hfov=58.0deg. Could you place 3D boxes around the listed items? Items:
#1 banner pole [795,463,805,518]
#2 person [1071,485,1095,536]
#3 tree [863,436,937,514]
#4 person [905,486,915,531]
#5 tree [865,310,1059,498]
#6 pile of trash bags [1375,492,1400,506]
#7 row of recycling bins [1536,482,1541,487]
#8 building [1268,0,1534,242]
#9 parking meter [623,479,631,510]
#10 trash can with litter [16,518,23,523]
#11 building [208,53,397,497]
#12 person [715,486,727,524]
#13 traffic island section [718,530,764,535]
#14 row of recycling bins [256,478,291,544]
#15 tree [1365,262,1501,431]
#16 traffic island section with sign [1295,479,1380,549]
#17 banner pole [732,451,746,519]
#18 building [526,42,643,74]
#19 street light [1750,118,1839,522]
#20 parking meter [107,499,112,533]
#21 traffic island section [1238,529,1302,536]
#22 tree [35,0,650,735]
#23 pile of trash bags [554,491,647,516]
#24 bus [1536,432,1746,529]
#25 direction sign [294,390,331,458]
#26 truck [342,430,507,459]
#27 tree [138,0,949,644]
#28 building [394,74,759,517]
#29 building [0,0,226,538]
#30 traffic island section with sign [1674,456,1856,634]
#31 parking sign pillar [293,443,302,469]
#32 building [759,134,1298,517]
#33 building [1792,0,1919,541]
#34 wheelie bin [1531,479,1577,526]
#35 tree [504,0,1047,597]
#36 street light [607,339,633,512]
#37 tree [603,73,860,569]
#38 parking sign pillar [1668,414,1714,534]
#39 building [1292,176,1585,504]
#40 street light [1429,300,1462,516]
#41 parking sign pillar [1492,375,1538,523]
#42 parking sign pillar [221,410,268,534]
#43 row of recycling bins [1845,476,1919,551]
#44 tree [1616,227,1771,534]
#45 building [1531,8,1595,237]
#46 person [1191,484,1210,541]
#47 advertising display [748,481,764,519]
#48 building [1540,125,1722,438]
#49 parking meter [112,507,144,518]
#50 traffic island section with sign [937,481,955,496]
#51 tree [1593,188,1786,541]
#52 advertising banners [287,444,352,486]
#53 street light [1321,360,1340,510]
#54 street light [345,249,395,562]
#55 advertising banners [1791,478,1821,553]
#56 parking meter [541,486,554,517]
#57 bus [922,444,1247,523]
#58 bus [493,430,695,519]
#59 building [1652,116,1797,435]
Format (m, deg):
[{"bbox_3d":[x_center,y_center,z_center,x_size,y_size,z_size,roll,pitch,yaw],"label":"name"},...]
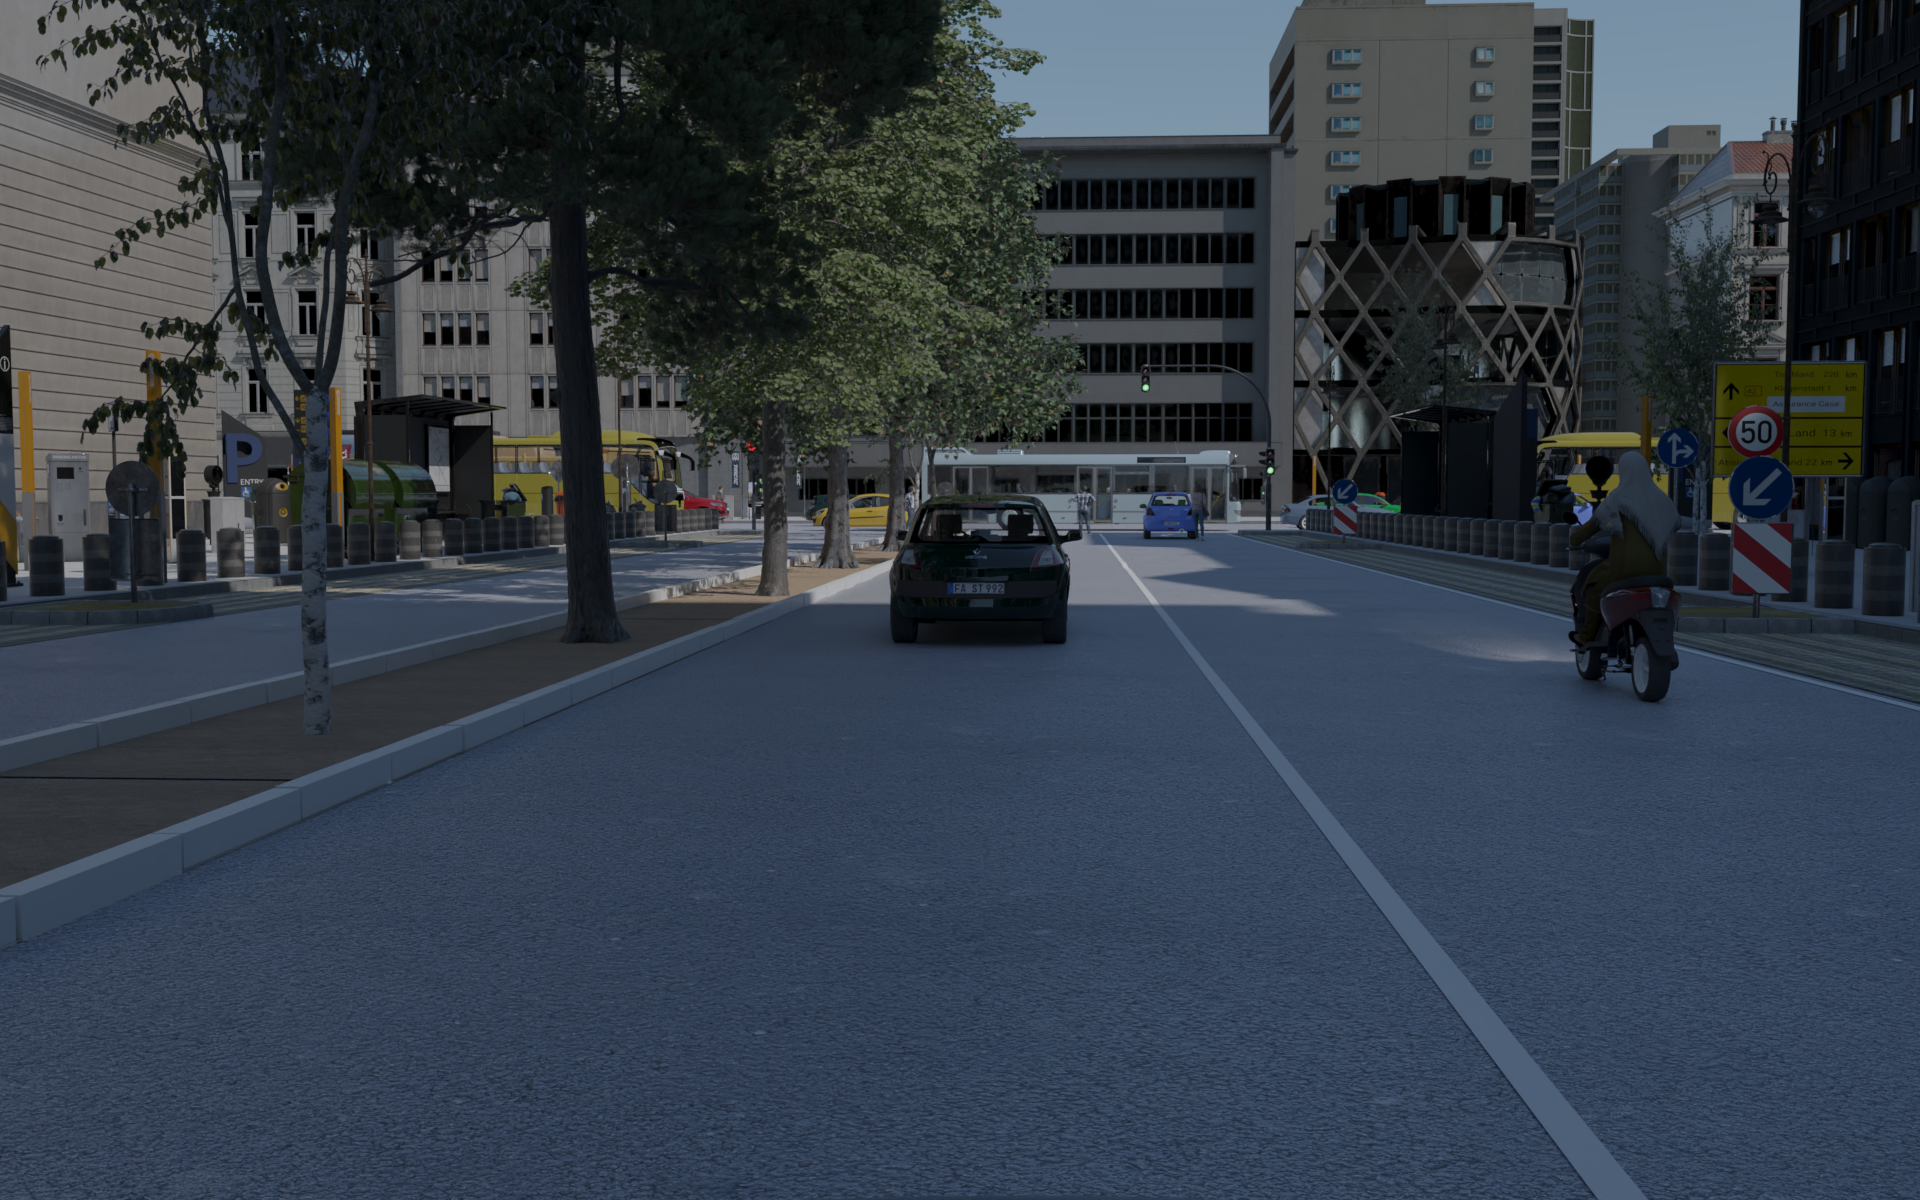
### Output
[{"bbox_3d":[-8.573,-6.316,93.284,0.863,3.779,0.401,-3,5,-43],"label":"banner pole"},{"bbox_3d":[4.239,-3.060,59.260,0.841,1.734,0.376,1,4,20],"label":"person"},{"bbox_3d":[-1.304,-6.036,51.511,4.360,8.622,3.978,0,3,0],"label":"tree"},{"bbox_3d":[-1.877,-3.423,65.192,0.376,1.734,0.841,2,4,24],"label":"person"},{"bbox_3d":[-0.788,-7.378,57.500,8.767,10.594,7.601,0,4,4],"label":"tree"},{"bbox_3d":[23.484,-5.029,91.980,1.912,1.369,3.447,-3,5,-43],"label":"pile of trash bags"},{"bbox_3d":[18.490,-3.159,58.761,3.534,1.692,1.069,-1,4,-20],"label":"row of recycling bins"},{"bbox_3d":[41.479,-33.205,166.599,21.300,48.544,21.600,0,4,4],"label":"building"},{"bbox_3d":[-12.243,-3.523,63.314,0.399,1.863,0.255,1,4,8],"label":"parking meter"},{"bbox_3d":[-16.557,-1.116,29.637,0.624,1.170,1.055,0,4,-6],"label":"trash can with litter"},{"bbox_3d":[-53.283,-20.173,106.239,44.131,29.872,17.030,0,4,4],"label":"building"},{"bbox_3d":[-11.467,-4.550,82.861,0.622,1.834,0.822,3,5,42],"label":"person"},{"bbox_3d":[-7.401,-2.433,62.052,2.009,0.180,2.903,0,4,4],"label":"traffic island section"},{"bbox_3d":[-16.565,-2.343,45.417,3.534,1.692,1.069,-2,4,-25],"label":"row of recycling bins"},{"bbox_3d":[14.676,-6.376,54.607,4.360,8.622,3.978,0,3,0],"label":"tree"},{"bbox_3d":[9.893,-2.259,45.559,1.989,1.847,2.006,0,4,4],"label":"traffic island section with sign"},{"bbox_3d":[-11.333,-6.029,88.599,0.863,3.779,0.401,-3,4,-39],"label":"banner pole"},{"bbox_3d":[-27.976,-35.355,167.301,28.713,52.752,27.495,0,4,4],"label":"building"},{"bbox_3d":[10.446,-3.000,21.838,0.468,5.910,1.993,0,4,4],"label":"street light"},{"bbox_3d":[-18.544,-1.817,38.113,0.372,1.533,0.369,0,3,0],"label":"parking meter"},{"bbox_3d":[10.854,-2.362,60.902,2.009,0.180,2.903,0,4,4],"label":"traffic island section"},{"bbox_3d":[-3.820,-3.514,10.275,4.360,8.622,3.978,0,3,0],"label":"tree"},{"bbox_3d":[-11.686,-2.850,56.351,3.447,1.369,1.912,1,4,20],"label":"pile of trash bags"},{"bbox_3d":[28.316,-4.779,69.678,12.252,3.916,2.896,0,4,4],"label":"bus"},{"bbox_3d":[-14.007,-2.786,37.554,0.876,3.537,0.379,1,4,11],"label":"direction sign"},{"bbox_3d":[-22.887,-5.359,76.529,11.283,4.237,2.839,0,4,3],"label":"truck"},{"bbox_3d":[-3.755,-6.528,16.612,7.806,13.903,7.818,0,3,0],"label":"tree"},{"bbox_3d":[-21.431,-17.402,102.552,19.932,24.808,12.078,0,4,4],"label":"building"},{"bbox_3d":[-34.511,-15.218,46.082,25.104,27.353,12.463,0,4,4],"label":"building"},{"bbox_3d":[8.198,-0.612,18.634,1.989,1.847,2.006,0,4,4],"label":"traffic island section with sign"},{"bbox_3d":[-18.265,-3.702,49.007,1.447,3.967,1.447,2,4,29],"label":"parking sign pillar"},{"bbox_3d":[3.864,-17.291,101.775,30.058,24.678,14.314,0,4,4],"label":"building"},{"bbox_3d":[29.149,-12.888,40.404,12.332,23.373,15.834,0,4,4],"label":"building"},{"bbox_3d":[12.728,-1.781,37.024,0.980,1.594,0.693,-1,4,-16],"label":"wheelie bin"},{"bbox_3d":[-2.684,-6.345,24.331,7.486,12.596,7.792,0,3,0],"label":"tree"},{"bbox_3d":[-10.118,-4.812,51.465,0.468,5.910,1.993,0,4,4],"label":"street light"},{"bbox_3d":[-2.363,-6.957,33.212,9.611,12.733,9.660,0,3,0],"label":"tree"},{"bbox_3d":[23.469,-4.107,55.624,1.447,3.967,1.447,1,4,14],"label":"parking sign pillar"},{"bbox_3d":[27.332,-14.330,101.755,16.811,18.784,16.820,0,4,4],"label":"building"},{"bbox_3d":[11.561,-4.195,41.370,0.468,5.910,1.993,0,4,4],"label":"street light"},{"bbox_3d":[12.764,-3.142,39.842,1.447,3.967,1.447,-1,4,-10],"label":"parking sign pillar"},{"bbox_3d":[-22.974,-4.110,55.671,1.447,3.967,1.447,-2,4,-31],"label":"parking sign pillar"},{"bbox_3d":[21.486,-1.994,39.710,1.069,1.692,3.534,-1,4,-16],"label":"row of recycling bins"},{"bbox_3d":[20.732,-6.017,48.743,4.737,8.622,4.395,0,3,0],"label":"tree"},{"bbox_3d":[83.113,-50.192,258.889,20.611,71.187,20.563,0,4,4],"label":"building"},{"bbox_3d":[7.326,-2.684,52.974,0.593,1.750,0.643,1,4,18],"label":"person"},{"bbox_3d":[-10.240,-5.038,87.581,0.974,1.923,0.123,0,4,-3],"label":"advertising display"},{"bbox_3d":[77.934,-30.370,188.425,23.993,40.220,32.217,0,4,4],"label":"building"},{"bbox_3d":[-13.262,-1.181,27.729,0.372,1.533,0.369,0,3,0],"label":"parking meter"},{"bbox_3d":[-0.564,-3.286,61.858,2.006,1.907,1.989,0,4,4],"label":"traffic island section with sign"},{"bbox_3d":[17.458,-5.539,40.930,4.360,8.622,3.978,0,3,0],"label":"tree"},{"bbox_3d":[-22.424,-3.955,60.854,2.074,3.025,0.090,-1,4,-13],"label":"advertising banners"},{"bbox_3d":[12.796,-5.334,59.991,0.468,5.910,1.993,0,4,4],"label":"street light"},{"bbox_3d":[-11.201,-3.673,32.835,0.468,5.910,1.993,0,4,4],"label":"street light"},{"bbox_3d":[17.517,-2.458,36.380,0.090,3.025,2.074,-1,4,-21],"label":"advertising banners"},{"bbox_3d":[-12.984,-2.820,54.512,0.372,1.533,0.369,0,3,0],"label":"parking meter"},{"bbox_3d":[5.200,-4.493,68.316,13.247,3.499,2.948,0,4,5],"label":"bus"},{"bbox_3d":[-16.634,-4.626,67.185,12.252,3.916,2.896,0,4,6],"label":"bus"},{"bbox_3d":[51.726,-16.014,97.982,21.152,22.565,11.583,0,4,4],"label":"building"}]
